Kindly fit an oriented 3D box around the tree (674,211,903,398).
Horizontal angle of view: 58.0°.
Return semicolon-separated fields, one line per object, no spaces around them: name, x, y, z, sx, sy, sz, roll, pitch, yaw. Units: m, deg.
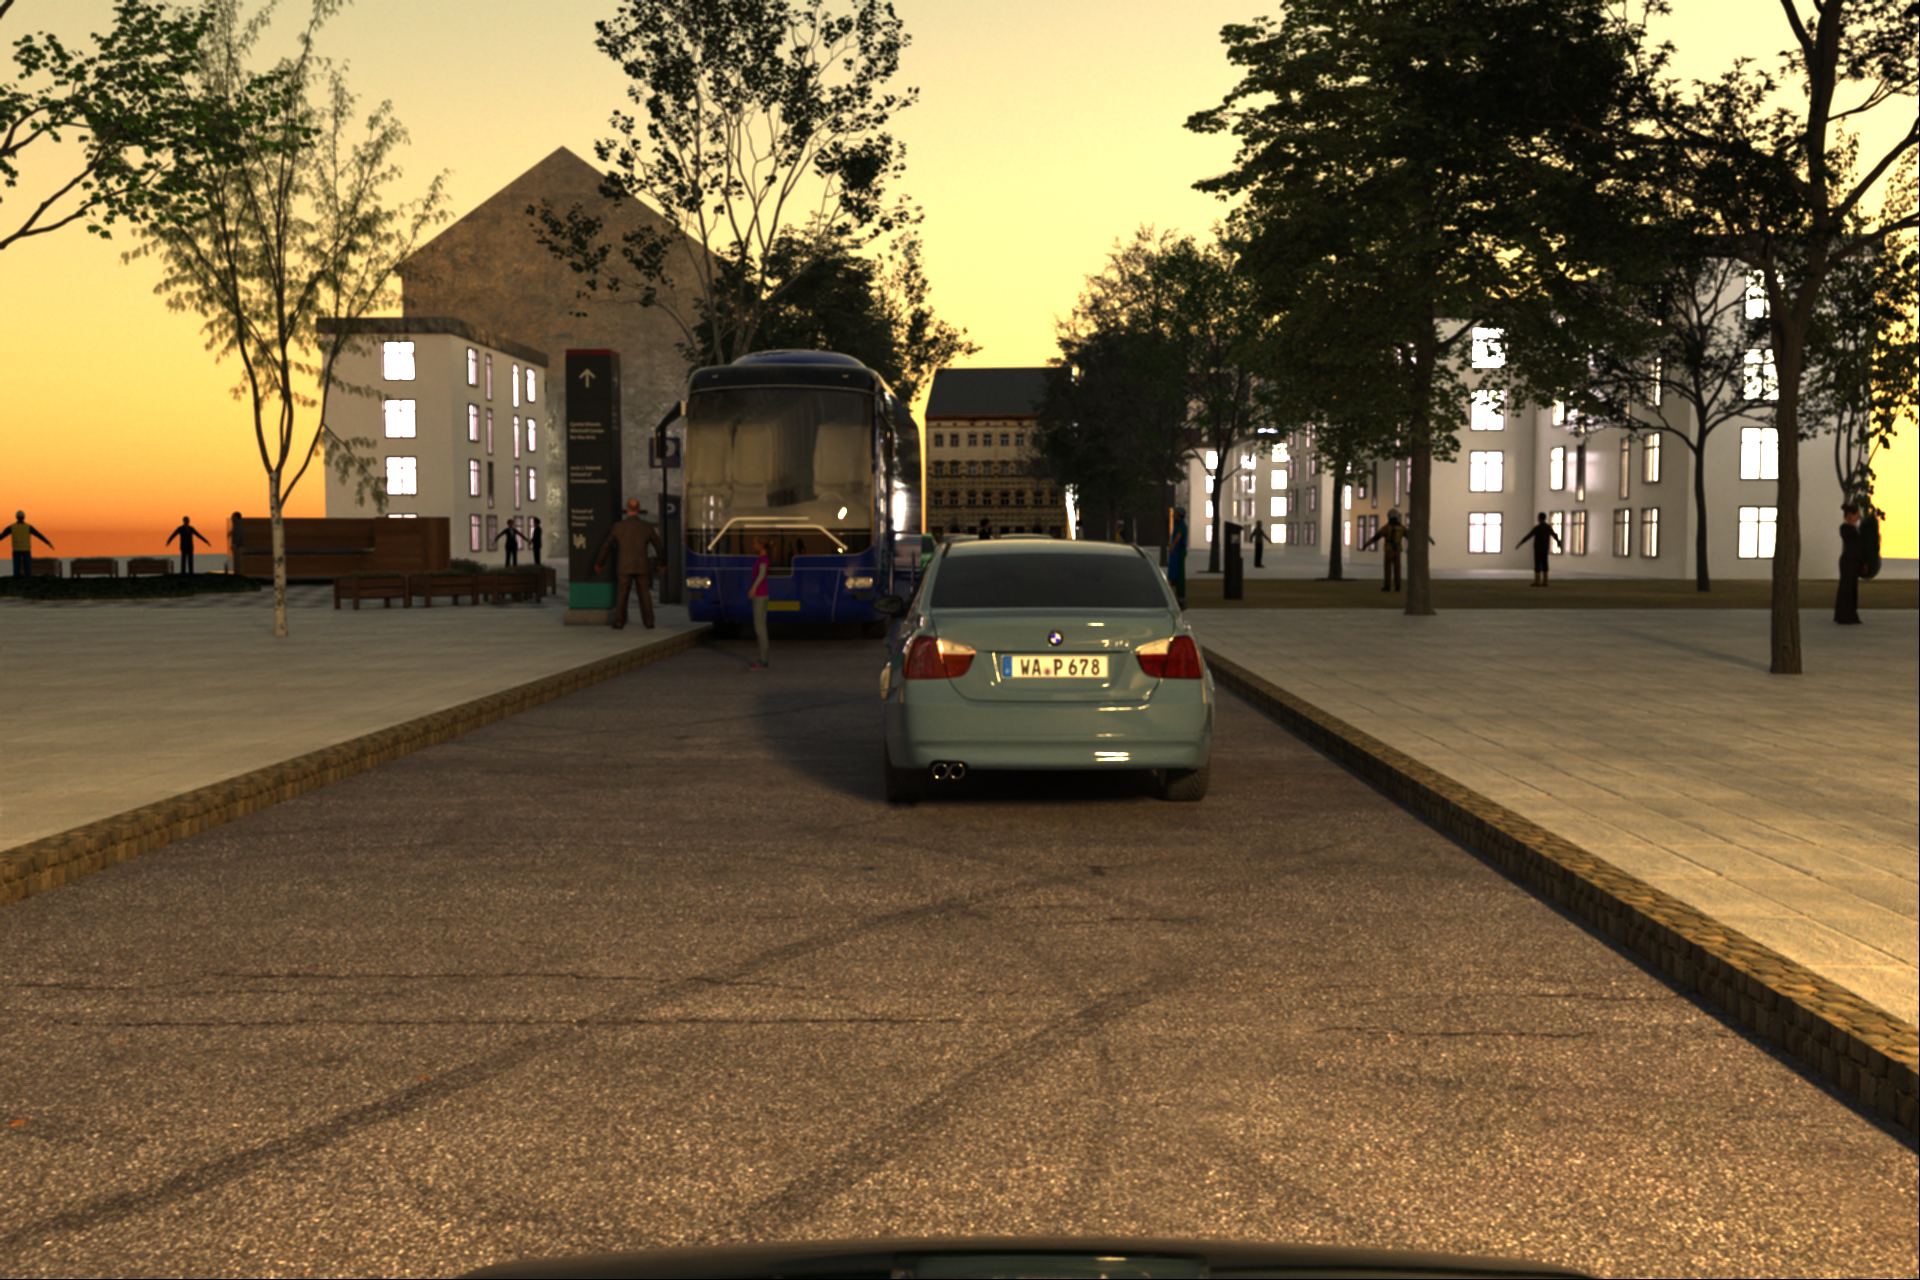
tree;-6.823;-9.989;69.976;9.857;13.997;8.962;0;3;0

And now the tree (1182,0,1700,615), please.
tree;7.343;-6.644;26.756;7.486;12.596;7.792;0;3;0

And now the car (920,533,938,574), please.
car;-1.335;-2.215;45.011;1.959;1.807;4.718;0;4;1

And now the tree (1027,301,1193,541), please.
tree;8.581;-11.608;96.449;9.857;13.997;8.962;0;3;0

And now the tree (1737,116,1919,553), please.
tree;16.352;-4.947;31.241;4.737;8.622;4.395;0;3;0

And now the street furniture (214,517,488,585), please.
street furniture;-15.891;-2.522;48.082;9.812;1.723;11.010;-2;4;-27

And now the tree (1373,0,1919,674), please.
tree;7.278;-4.966;15.602;7.601;10.594;8.767;-1;4;-12

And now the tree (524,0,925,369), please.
tree;-7.080;-12.144;54.436;12.611;20.169;13.585;0;3;0

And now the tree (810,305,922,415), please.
tree;-6.621;-11.471;94.208;9.857;13.997;8.962;0;3;0

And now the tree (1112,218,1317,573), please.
tree;8.527;-8.023;56.929;9.928;11.665;9.643;0;3;0

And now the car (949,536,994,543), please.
car;0.379;-2.371;51.126;2.083;1.381;4.827;0;4;0

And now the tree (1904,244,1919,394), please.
tree;23.743;-5.459;39.622;4.737;8.622;4.395;0;3;0

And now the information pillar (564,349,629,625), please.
information pillar;-5.186;-2.154;24.598;0.750;3.857;0.750;0;4;2

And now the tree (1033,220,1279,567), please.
tree;7.964;-9.630;67.817;12.009;13.543;11.850;0;3;0

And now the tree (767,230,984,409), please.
tree;-5.309;-15.407;107.796;12.611;20.169;13.585;0;3;0

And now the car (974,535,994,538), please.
car;1.256;-5.271;98.542;2.083;1.381;4.827;0;4;1

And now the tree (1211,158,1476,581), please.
tree;10.564;-7.454;47.626;9.928;11.665;9.643;0;3;0

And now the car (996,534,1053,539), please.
car;1.426;-1.609;38.109;2.131;1.459;4.920;0;4;0

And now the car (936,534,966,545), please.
car;-0.295;-4.812;88.905;2.015;1.641;3.980;0;4;1

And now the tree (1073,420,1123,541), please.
tree;9.078;-9.639;107.955;4.737;8.622;4.395;0;3;0

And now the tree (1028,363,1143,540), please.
tree;9.265;-12.833;120.190;12.009;13.543;11.850;0;3;0

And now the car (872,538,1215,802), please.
car;0.451;0.088;10.566;2.014;1.417;4.499;0;4;0

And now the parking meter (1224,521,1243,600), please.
parking meter;5.374;-1.566;34.022;0.372;1.533;0.369;0;3;0

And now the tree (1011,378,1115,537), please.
tree;8.941;-13.690;134.200;12.009;13.543;11.850;0;3;0

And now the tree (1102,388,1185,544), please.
tree;8.772;-8.401;87.715;4.360;8.622;3.978;0;3;0

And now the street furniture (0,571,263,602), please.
street furniture;-19.098;-1.150;34.437;10.072;0.657;5.734;-2;4;-29

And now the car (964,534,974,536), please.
car;0.443;-6.004;110.173;2.014;1.417;4.499;0;4;1

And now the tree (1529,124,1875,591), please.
tree;16.362;-6.375;38.652;7.601;10.594;8.767;1;4;18

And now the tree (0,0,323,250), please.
tree;-8.583;-5.358;13.362;9.928;11.665;9.643;0;3;0

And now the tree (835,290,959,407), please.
tree;-7.305;-16.841;131.235;12.611;20.169;13.585;0;3;0

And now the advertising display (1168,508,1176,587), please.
advertising display;5.262;-2.296;42.749;0.123;1.923;0.974;0;4;1
